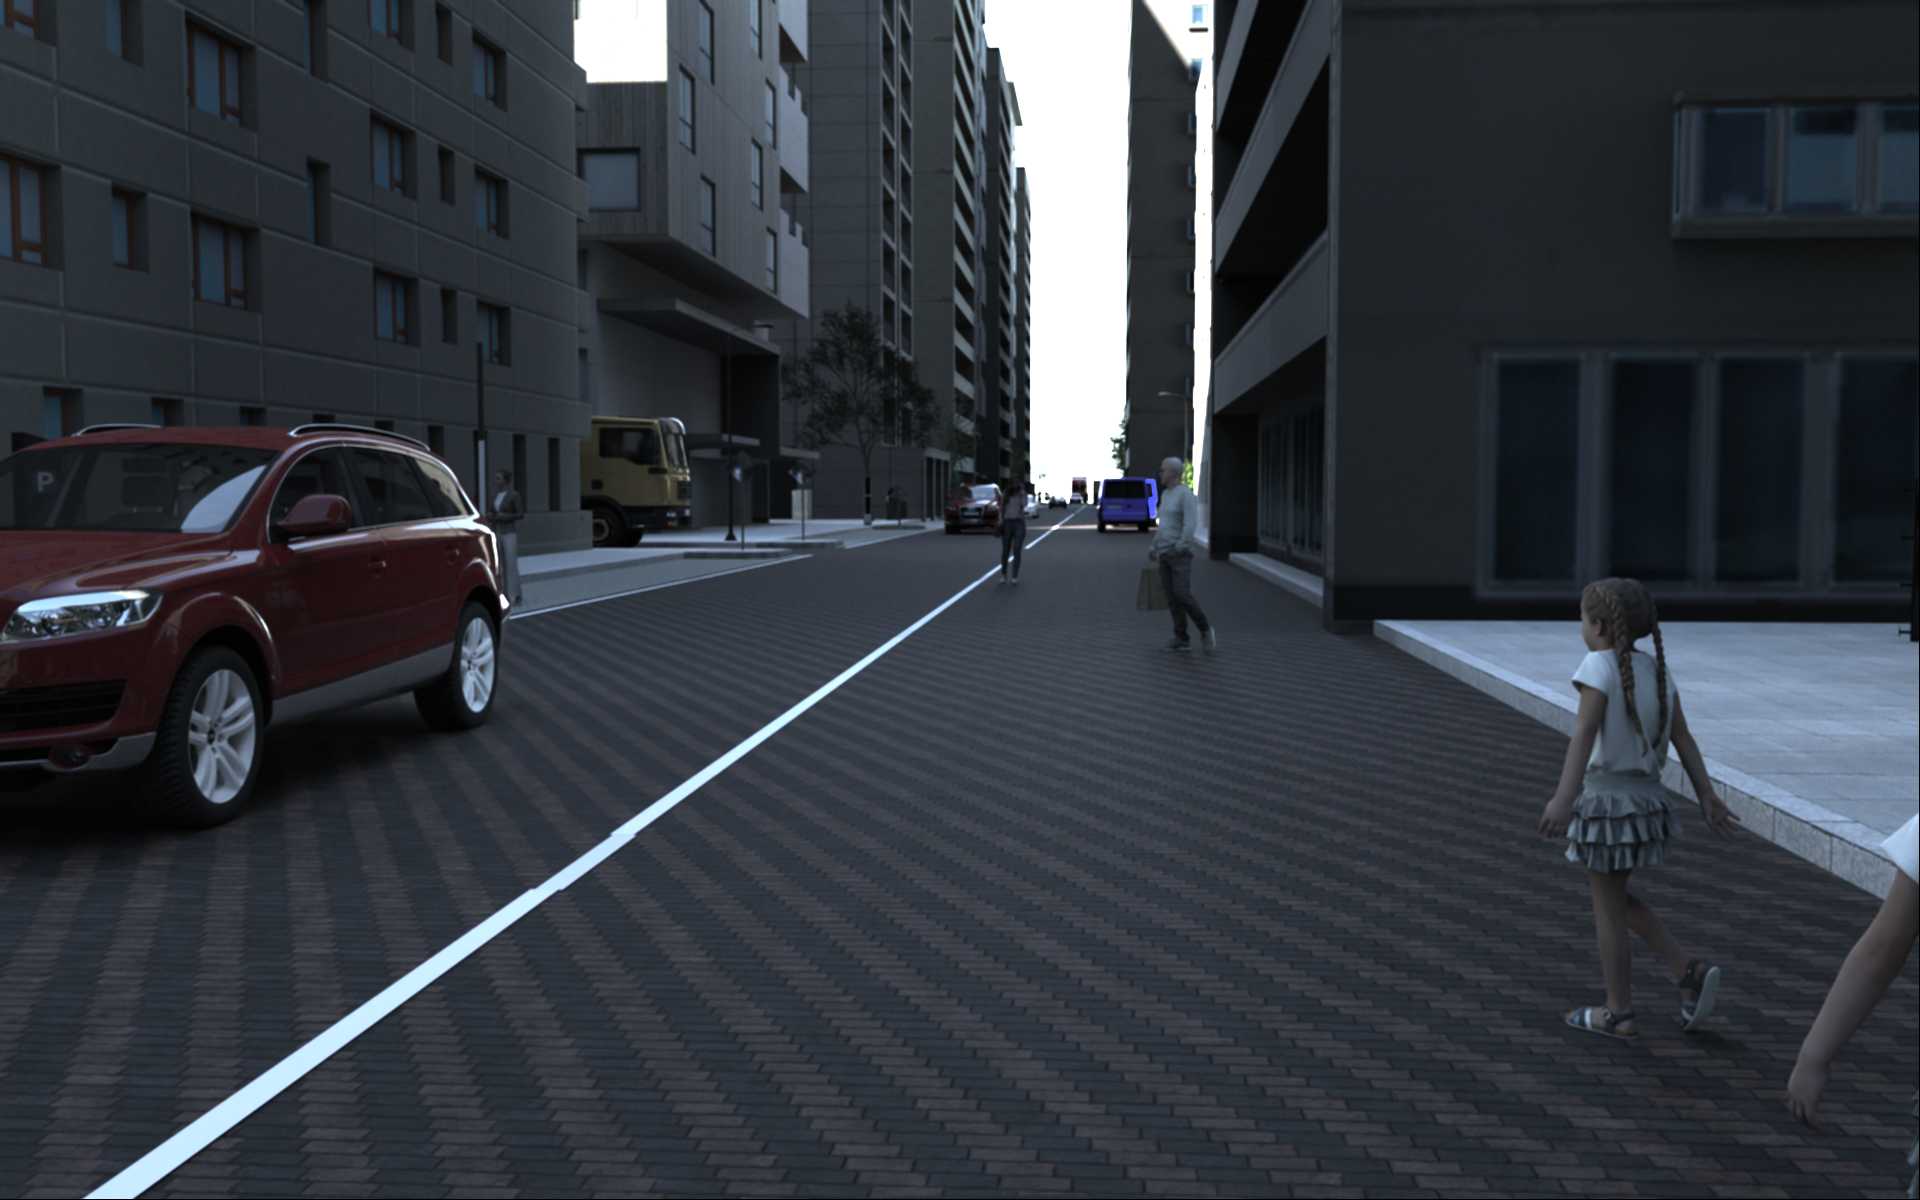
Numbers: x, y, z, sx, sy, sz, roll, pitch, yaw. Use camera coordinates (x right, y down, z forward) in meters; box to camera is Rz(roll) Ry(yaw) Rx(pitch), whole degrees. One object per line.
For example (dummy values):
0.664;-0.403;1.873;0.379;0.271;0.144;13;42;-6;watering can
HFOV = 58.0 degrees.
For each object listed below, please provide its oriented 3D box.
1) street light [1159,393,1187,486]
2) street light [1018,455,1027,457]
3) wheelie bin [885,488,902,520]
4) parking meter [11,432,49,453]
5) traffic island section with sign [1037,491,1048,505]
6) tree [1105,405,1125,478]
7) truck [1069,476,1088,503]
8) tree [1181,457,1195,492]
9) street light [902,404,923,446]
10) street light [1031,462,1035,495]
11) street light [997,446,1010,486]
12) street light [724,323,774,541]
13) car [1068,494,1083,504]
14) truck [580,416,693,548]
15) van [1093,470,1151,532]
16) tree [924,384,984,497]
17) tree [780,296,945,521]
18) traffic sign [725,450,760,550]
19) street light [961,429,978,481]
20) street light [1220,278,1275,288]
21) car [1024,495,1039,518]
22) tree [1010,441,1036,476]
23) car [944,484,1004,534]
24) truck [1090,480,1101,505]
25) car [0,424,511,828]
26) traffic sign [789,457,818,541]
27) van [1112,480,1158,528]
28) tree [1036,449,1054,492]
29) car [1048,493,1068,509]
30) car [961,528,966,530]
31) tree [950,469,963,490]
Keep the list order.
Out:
9.809;-6.536;79.408;1.470;5.913;1.316;0;4;5;street light
7.316;-14.318;206.637;1.470;5.913;1.316;0;4;5;street light
-3.239;-4.767;85.841;0.693;1.594;0.980;3;4;36;wheelie bin
-8.820;-0.667;16.615;0.255;1.863;0.399;2;4;32;parking meter
12.821;-15.133;256.051;1.989;1.847;2.006;0;4;5;traffic island section with sign
20.586;-17.516;204.506;7.486;12.596;7.792;0;3;0;tree
18.658;-17.238;270.759;2.839;4.237;11.283;0;4;5;truck
13.029;-6.388;99.044;1.663;3.219;1.824;0;3;0;tree
-2.406;-7.138;89.252;1.470;5.913;1.316;0;4;5;street light
10.765;-16.865;248.275;1.470;5.913;1.316;0;4;5;street light
4.089;-11.822;165.829;1.470;5.913;1.316;0;4;5;street light
-5.753;-4.573;47.307;1.470;5.913;1.316;0;4;5;street light
15.982;-14.098;239.536;2.155;1.783;4.494;0;4;5;car
-10.914;-2.923;43.721;9.791;3.379;3.469;0;4;3;truck
6.250;-3.807;66.621;2.240;2.365;5.245;0;4;3;van
-0.601;-10.152;116.355;4.360;8.622;3.978;0;3;0;tree
-4.399;-9.009;81.717;8.767;10.594;7.601;-3;5;-39;tree
-4.937;-2.184;39.343;0.795;2.450;0.064;0;4;5;traffic sign
0.624;-9.275;124.193;1.470;5.913;1.316;0;4;5;street light
6.291;-3.963;37.334;1.470;5.913;1.316;0;4;5;street light
3.757;-5.606;104.015;2.083;1.381;4.827;0;4;5;car
5.285;-15.224;199.272;4.737;8.622;4.395;0;3;0;tree
0.619;-3.380;63.939;2.281;1.827;5.304;0;4;5;car
19.199;-14.548;233.782;3.469;3.379;9.791;0;4;5;truck
-4.055;-0.031;9.176;2.281;1.827;5.304;0;4;4;car
-4.283;-2.670;47.302;0.795;2.450;0.064;0;4;5;traffic sign
7.568;-4.349;75.483;2.240;2.365;5.245;0;4;4;van
13.188;-20.252;281.476;4.737;8.622;4.395;0;3;0;tree
9.742;-9.932;172.182;2.009;1.686;4.222;0;4;5;car
0.958;-3.725;71.131;2.015;1.641;3.980;0;4;3;car
-0.457;-7.777;121.757;1.663;3.219;1.824;0;3;0;tree
